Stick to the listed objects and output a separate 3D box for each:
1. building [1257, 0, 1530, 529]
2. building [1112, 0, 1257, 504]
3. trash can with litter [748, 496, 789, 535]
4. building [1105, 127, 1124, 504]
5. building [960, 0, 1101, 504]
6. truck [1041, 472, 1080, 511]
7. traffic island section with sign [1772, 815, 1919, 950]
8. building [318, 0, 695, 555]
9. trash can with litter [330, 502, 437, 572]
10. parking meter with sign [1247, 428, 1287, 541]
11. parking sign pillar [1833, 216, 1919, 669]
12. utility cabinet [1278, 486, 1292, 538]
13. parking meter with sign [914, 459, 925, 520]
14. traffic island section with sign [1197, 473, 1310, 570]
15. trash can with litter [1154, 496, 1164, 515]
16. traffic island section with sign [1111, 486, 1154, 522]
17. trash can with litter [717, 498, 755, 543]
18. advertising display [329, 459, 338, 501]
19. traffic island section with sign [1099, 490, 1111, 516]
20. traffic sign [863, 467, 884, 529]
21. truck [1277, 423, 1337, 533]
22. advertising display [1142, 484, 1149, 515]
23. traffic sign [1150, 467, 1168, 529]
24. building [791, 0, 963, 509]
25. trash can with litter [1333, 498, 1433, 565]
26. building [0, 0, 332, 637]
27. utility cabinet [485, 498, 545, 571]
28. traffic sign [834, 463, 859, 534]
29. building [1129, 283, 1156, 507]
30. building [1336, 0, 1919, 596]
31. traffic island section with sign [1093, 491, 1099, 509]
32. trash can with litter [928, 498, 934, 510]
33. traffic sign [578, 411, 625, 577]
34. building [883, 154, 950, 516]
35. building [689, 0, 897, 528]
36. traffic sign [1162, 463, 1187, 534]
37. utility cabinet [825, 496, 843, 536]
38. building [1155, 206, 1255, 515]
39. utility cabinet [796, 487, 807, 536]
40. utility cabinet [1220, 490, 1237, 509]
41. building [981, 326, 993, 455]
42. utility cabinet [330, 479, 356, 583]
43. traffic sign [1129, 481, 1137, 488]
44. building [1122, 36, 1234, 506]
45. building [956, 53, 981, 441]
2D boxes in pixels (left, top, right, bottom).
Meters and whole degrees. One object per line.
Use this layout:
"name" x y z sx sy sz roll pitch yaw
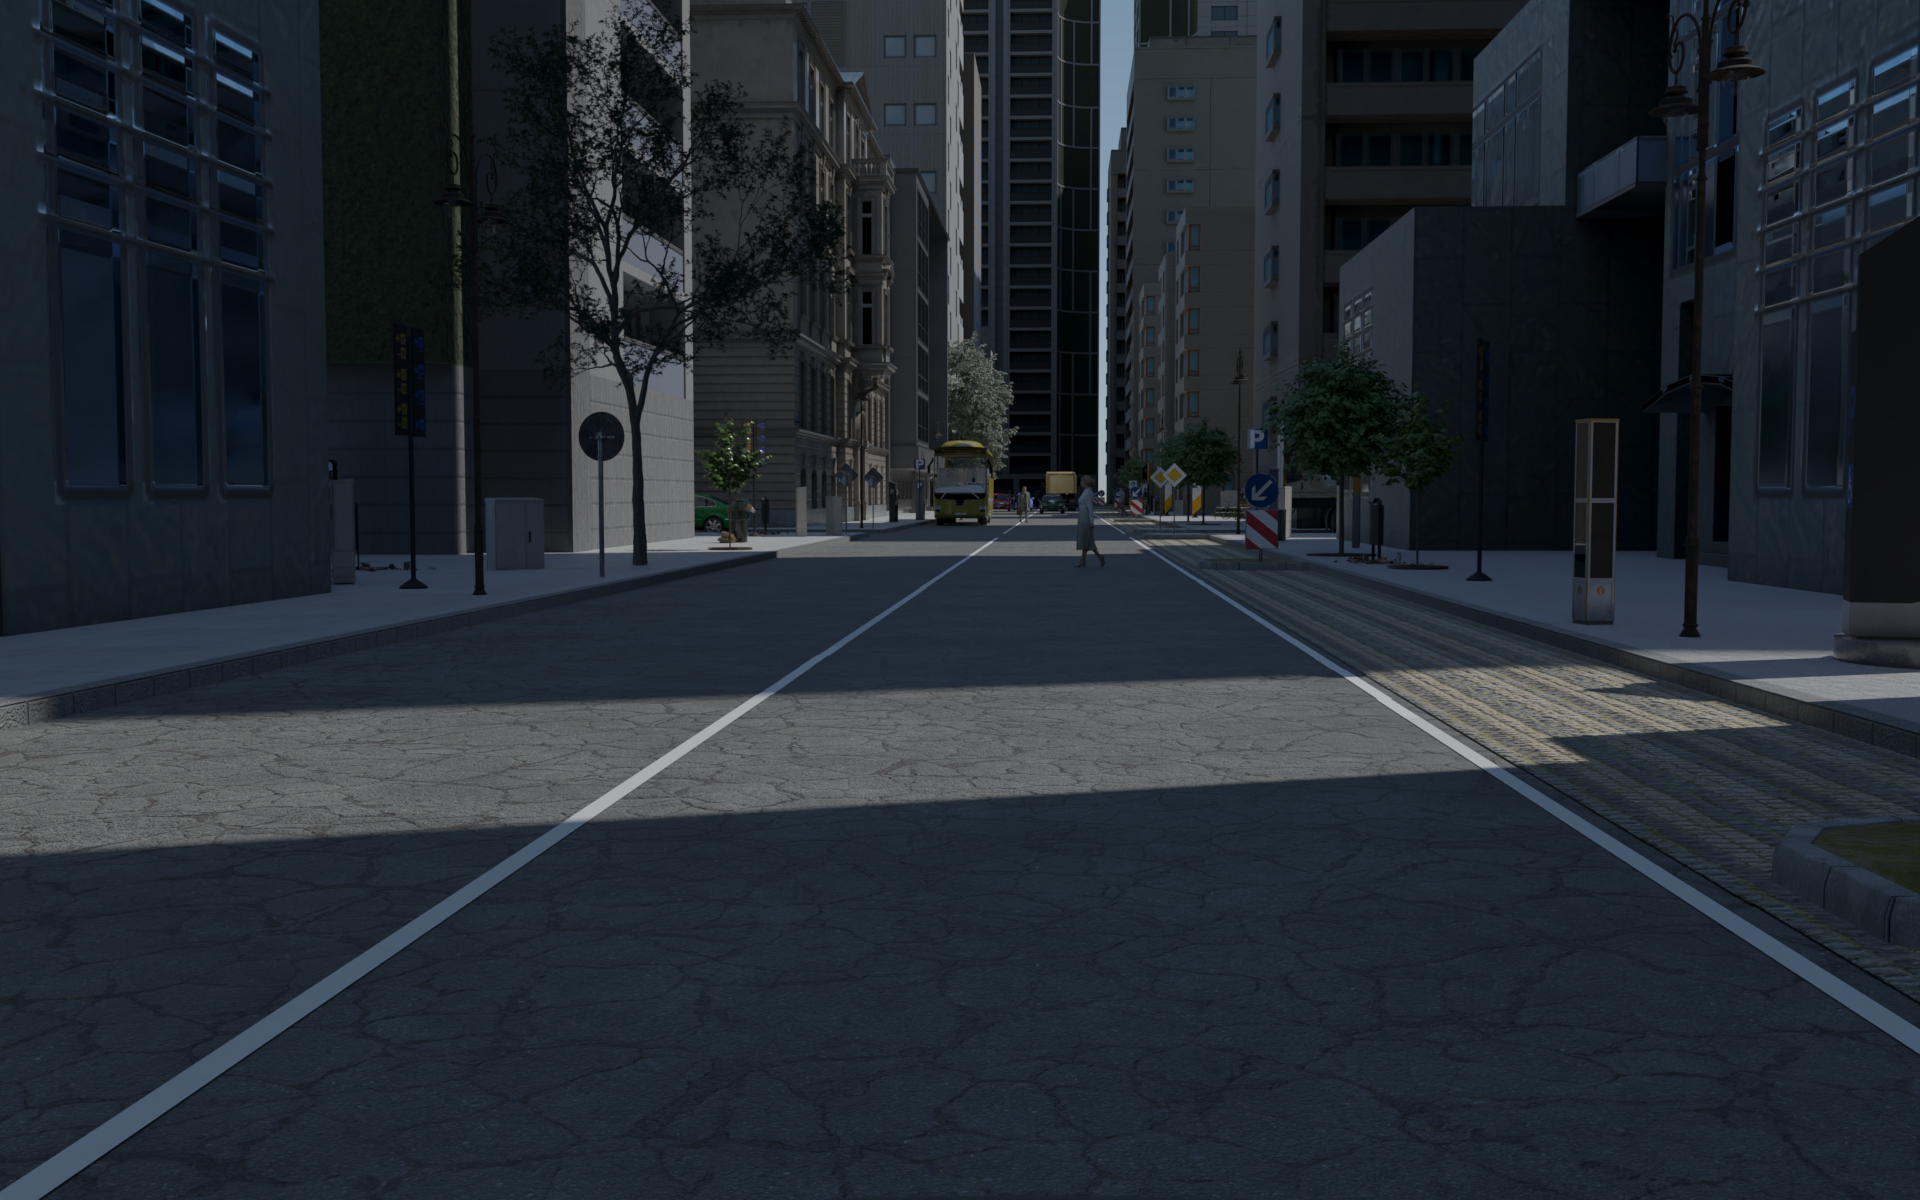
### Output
"building" 23.493 -27.434 72.240 21.600 48.544 21.300 0 4 3
"building" 28.494 -46.664 201.206 20.563 71.187 20.611 0 4 3
"trash can with litter" -6.275 -2.690 55.033 1.678 1.210 2.233 -1 4 -9
"building" 30.299 -37.168 231.390 21.600 48.544 21.300 0 4 3
"building" 8.410 -48.537 231.829 20.611 71.187 20.563 0 4 3
"truck" 8.755 -9.432 150.136 3.469 3.379 9.791 0 4 3
"traffic island section with sign" 3.954 0.171 5.835 1.989 1.847 2.006 0 4 3
"building" -22.041 -30.792 45.451 28.212 58.520 21.231 0 4 3
"trash can with litter" -9.960 -1.098 29.004 2.233 1.210 1.678 0 4 -8
"parking meter with sign" 8.342 -3.095 46.866 0.543 3.016 1.738 2 4 31
"parking sign pillar" 7.471 -1.506 13.102 1.447 3.967 1.447 1 4 20
"utility cabinet" 9.413 -2.559 50.516 0.318 1.500 1.173 1 4 20
"parking meter with sign" -1.957 -5.474 85.755 0.543 3.016 1.738 0 4 1
"traffic island section with sign" 5.592 -1.506 33.252 1.989 1.847 2.006 0 4 3
"trash can with litter" 12.192 -5.788 106.013 0.624 1.170 1.055 0 4 2
"traffic island section with sign" 8.838 -4.869 88.237 1.989 1.847 2.006 0 4 3
"trash can with litter" -5.886 -2.082 45.435 0.624 1.170 1.055 2 4 24
"advertising display" -12.107 -1.662 32.393 0.974 1.923 0.123 1 4 10
"traffic island section with sign" 10.459 -6.535 115.469 1.989 1.847 2.006 0 4 3
"traffic sign" -3.220 -3.707 64.249 0.795 2.450 0.064 0 4 3
"truck" 16.674 -4.322 59.576 11.283 4.237 2.839 0 4 5
"advertising display" 11.438 -6.212 106.772 0.123 1.923 0.974 -1 4 -14
"traffic sign" 7.355 -3.667 63.605 0.795 2.450 0.064 0 4 3
"building" -13.695 -34.511 153.498 28.713 52.752 27.495 0 4 3
"trash can with litter" 7.816 -1.306 32.413 1.678 1.210 2.233 0 4 1
"building" -18.230 -42.343 4.976 22.319 86.520 31.000 0 4 3
"utility cabinet" -7.551 -1.117 29.432 0.306 1.237 1.020 3 4 38
"traffic sign" -3.691 -3.219 56.278 0.795 2.450 0.064 0 4 3
"building" 29.706 -19.011 155.865 27.650 21.520 28.899 0 4 3
"building" 21.025 -43.933 30.973 22.319 86.520 31.000 0 4 3
"traffic island section with sign" 13.418 -9.604 165.654 1.989 1.847 2.006 0 4 3
"trash can with litter" -2.149 -7.720 137.286 2.233 1.210 1.678 3 4 37
"traffic sign" -5.542 -1.629 26.742 0.768 2.556 0.104 1 4 13
"building" -8.713 -18.110 115.160 14.314 24.678 30.058 0 4 3
"building" -10.392 -16.116 82.582 14.460 24.649 34.723 0 4 3
"traffic sign" 6.883 -3.180 55.634 0.795 2.450 0.064 0 4 3
"utility cabinet" -3.917 -2.617 53.949 0.306 1.237 1.020 -1 4 -19
"building" 28.187 -16.698 118.055 27.650 21.520 28.899 0 4 3
"utility cabinet" -4.833 -2.685 52.571 0.318 1.500 1.173 0 4 -7
"utility cabinet" 16.014 -5.739 102.510 1.173 1.500 0.318 2 4 32
"building" -11.130 -21.815 201.711 28.899 21.520 27.650 0 4 3
"utility cabinet" -8.936 -1.000 25.028 0.318 1.500 1.173 -1 4 -21
"traffic sign" 13.222 -7.966 132.381 0.606 2.300 0.079 1 4 11
"building" 28.350 -34.074 180.803 21.300 48.544 21.600 0 4 3
"building" -5.108 -32.046 174.063 14.600 45.320 14.200 0 4 3
